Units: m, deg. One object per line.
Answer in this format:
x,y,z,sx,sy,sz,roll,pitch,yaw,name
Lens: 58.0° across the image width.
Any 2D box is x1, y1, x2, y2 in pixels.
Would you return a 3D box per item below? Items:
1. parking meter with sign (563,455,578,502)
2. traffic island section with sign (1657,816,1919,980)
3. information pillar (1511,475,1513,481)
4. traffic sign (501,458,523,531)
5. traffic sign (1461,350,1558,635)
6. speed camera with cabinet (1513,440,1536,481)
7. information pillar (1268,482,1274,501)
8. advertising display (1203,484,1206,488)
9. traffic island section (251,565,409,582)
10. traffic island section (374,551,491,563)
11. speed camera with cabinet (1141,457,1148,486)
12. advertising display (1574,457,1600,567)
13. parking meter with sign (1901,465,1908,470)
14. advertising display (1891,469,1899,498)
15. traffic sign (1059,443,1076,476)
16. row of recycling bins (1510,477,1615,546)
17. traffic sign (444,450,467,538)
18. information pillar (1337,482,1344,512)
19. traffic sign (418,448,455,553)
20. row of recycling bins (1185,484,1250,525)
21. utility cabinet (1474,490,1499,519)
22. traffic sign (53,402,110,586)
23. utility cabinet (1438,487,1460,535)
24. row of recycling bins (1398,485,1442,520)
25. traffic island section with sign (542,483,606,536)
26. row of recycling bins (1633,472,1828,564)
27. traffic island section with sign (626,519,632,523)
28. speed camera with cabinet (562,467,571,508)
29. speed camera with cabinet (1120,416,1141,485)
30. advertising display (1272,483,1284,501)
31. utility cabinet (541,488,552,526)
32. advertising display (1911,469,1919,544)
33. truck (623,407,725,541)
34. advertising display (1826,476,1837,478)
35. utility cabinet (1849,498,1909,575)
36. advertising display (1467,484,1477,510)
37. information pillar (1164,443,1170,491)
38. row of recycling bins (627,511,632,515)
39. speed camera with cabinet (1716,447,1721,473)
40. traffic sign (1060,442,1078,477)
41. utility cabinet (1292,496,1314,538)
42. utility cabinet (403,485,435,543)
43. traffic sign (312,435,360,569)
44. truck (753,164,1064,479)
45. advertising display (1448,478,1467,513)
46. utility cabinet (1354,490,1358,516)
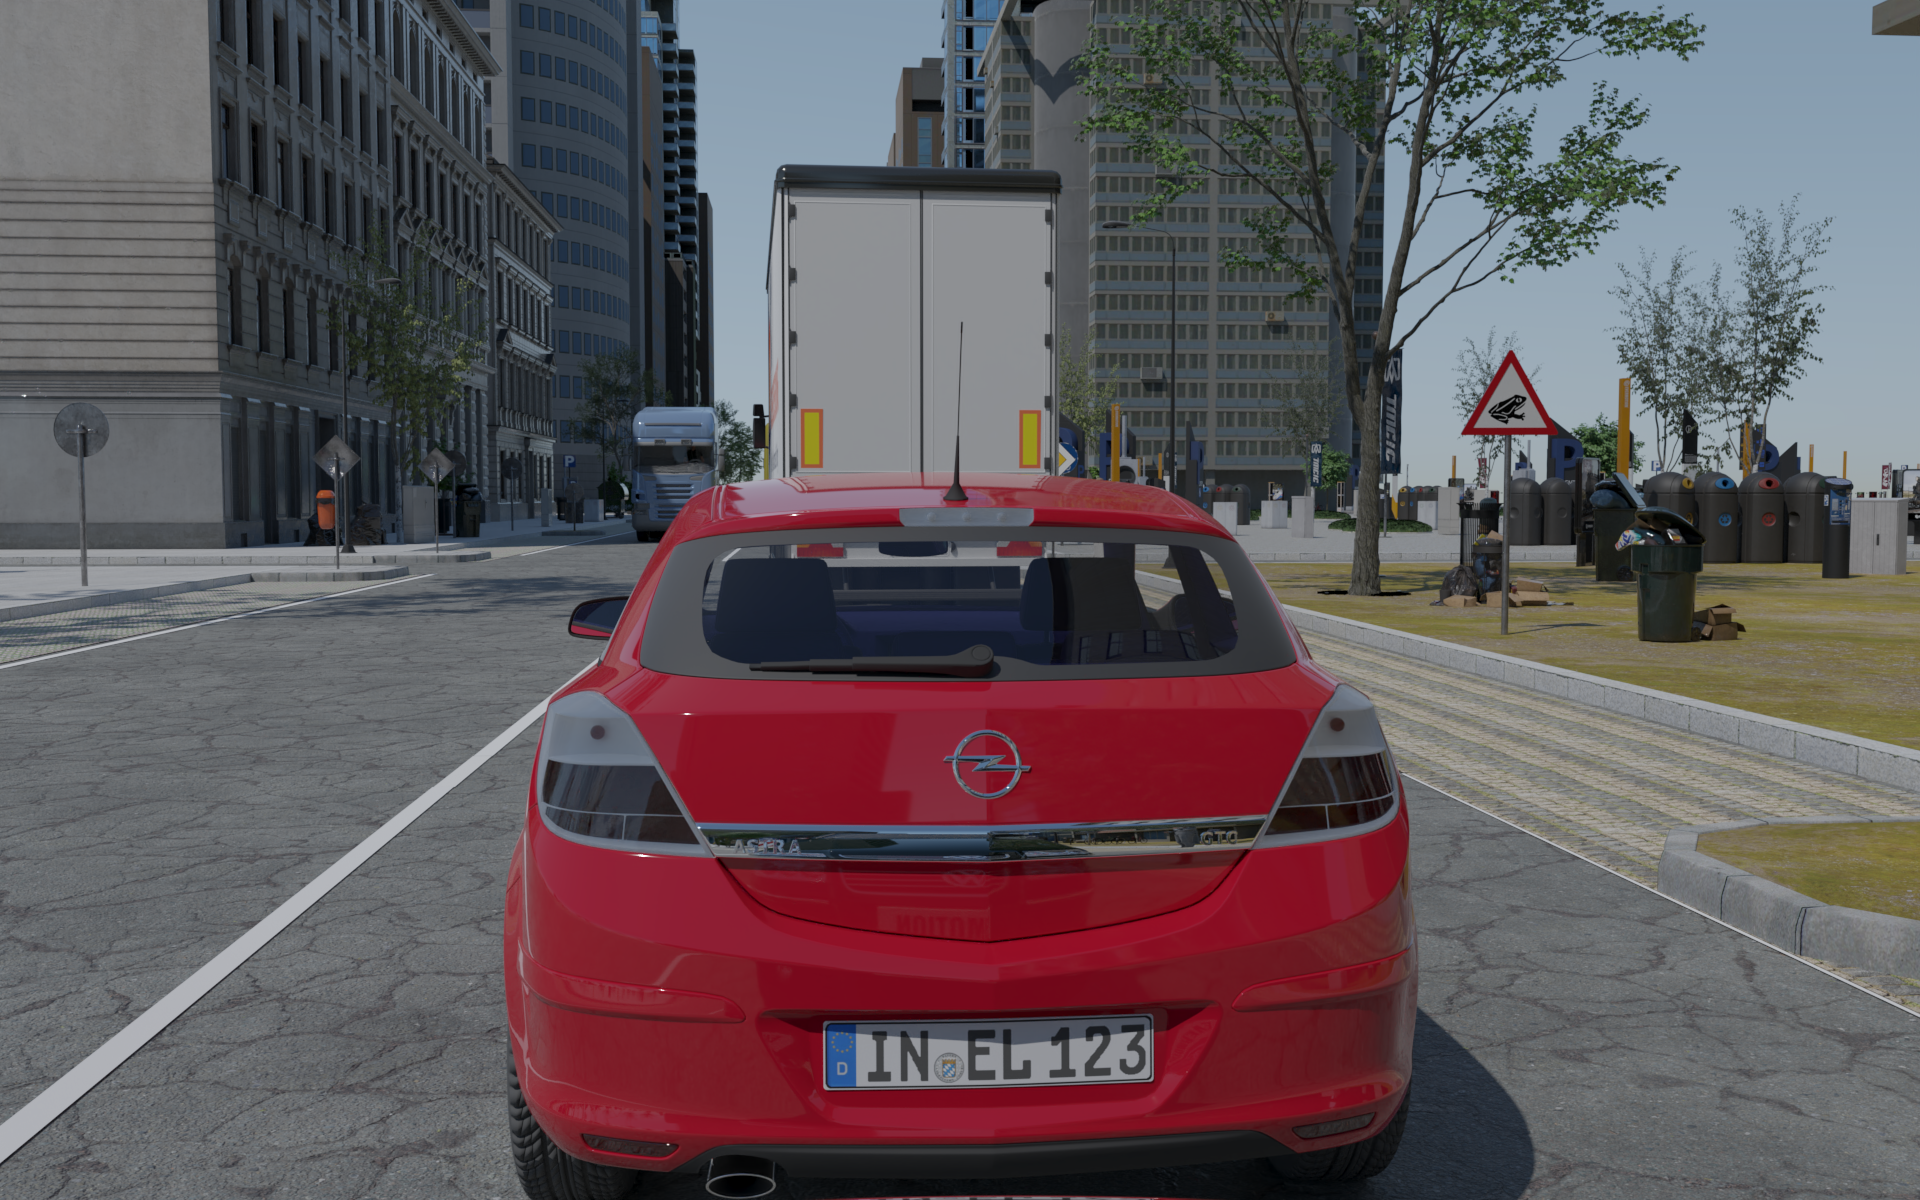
-17.165,-4.913,76.583,0.543,3.016,1.738,-1,4,-19,parking meter with sign
3.532,0.171,5.832,1.989,1.847,2.006,0,4,-5,traffic island section with sign
21.584,-3.869,67.752,0.304,2.012,0.304,0,4,6,information pillar
-15.638,-3.690,60.444,0.768,2.556,0.104,0,4,0,traffic sign
4.963,-0.961,15.713,0.884,2.594,0.081,0,4,-2,traffic sign
21.155,-4.249,63.806,2.038,3.252,0.660,-3,5,-40,speed camera with cabinet
19.489,-6.360,108.485,0.304,2.012,0.304,0,4,-3,information pillar
15.198,-6.303,108.273,0.123,1.923,0.974,0,4,-7,advertising display
-10.629,-0.444,29.540,2.009,0.180,2.903,0,4,-5,traffic island section
-11.334,-0.930,37.494,2.009,0.180,2.903,0,4,-5,traffic island section
9.370,-6.027,92.878,0.660,3.252,2.038,-1,4,-23,speed camera with cabinet
11.148,-1.565,30.799,0.123,1.923,0.974,3,4,38,advertising display
57.275,-6.570,103.673,1.738,3.016,0.543,0,4,-6,parking meter with sign
24.648,-2.462,45.466,0.123,1.923,0.974,3,5,43,advertising display
1.642,-1.645,30.541,0.795,2.450,0.064,0,4,-5,traffic sign
15.299,-2.226,43.509,3.534,1.692,1.069,-1,4,-19,row of recycling bins
-14.683,-3.066,50.233,0.768,2.556,0.104,0,4,5,traffic sign
23.151,-6.167,105.317,0.304,2.012,0.304,-3,4,-39,information pillar
-11.311,-2.067,37.434,0.795,2.450,0.064,0,4,-5,traffic sign
10.815,-4.010,72.678,1.069,1.692,3.534,-3,4,-36,row of recycling bins
27.106,-4.925,89.207,1.173,1.500,0.318,2,4,33,utility cabinet
-12.185,-1.464,24.035,0.768,2.556,0.104,0,4,-1,traffic sign
15.408,-2.807,54.577,0.318,1.500,1.173,0,4,-3,utility cabinet
22.485,-4.719,84.271,1.069,1.692,3.534,-1,4,-17,row of recycling bins
-13.323,-3.134,59.868,1.989,1.847,2.006,0,4,-5,traffic island section with sign
14.394,-1.529,32.115,3.534,1.692,1.069,0,4,-6,row of recycling bins
-15.735,-4.803,87.161,1.989,1.847,2.006,0,4,-5,traffic island section with sign
-20.981,-6.046,93.194,0.660,3.252,2.038,-1,4,-19,speed camera with cabinet
3.441,-3.012,43.580,2.038,3.252,0.660,0,4,4,speed camera with cabinet
19.035,-6.020,103.643,0.123,1.923,0.974,-2,4,-28,advertising display
-16.331,-3.658,68.480,0.318,1.500,1.173,0,4,-7,utility cabinet
24.479,-2.374,44.025,0.974,1.923,0.123,2,4,33,advertising display
-9.222,-4.261,59.429,2.967,4.110,18.799,0,4,-5,truck
30.888,-3.444,61.522,0.123,1.923,0.974,0,4,7,advertising display
14.729,-1.028,27.973,0.306,1.237,1.020,-2,4,-29,utility cabinet
31.163,-6.168,106.061,0.974,1.923,0.123,1,4,11,advertising display
9.482,-5.376,79.246,0.183,3.616,0.504,-2,4,-25,information pillar
-20.293,-6.215,108.728,1.069,1.692,3.534,-1,4,-16,row of recycling bins
31.830,-4.840,73.475,0.660,3.252,2.038,1,4,16,speed camera with cabinet
2.527,-2.612,42.805,0.768,2.556,0.104,0,4,-2,traffic sign
10.048,-2.422,50.756,0.306,1.237,1.020,-1,4,-11,utility cabinet
-14.070,-2.226,45.071,0.318,1.500,1.173,1,4,9,utility cabinet
-10.606,-1.580,29.480,0.795,2.450,0.064,0,4,-5,traffic sign
-1.008,-1.928,20.440,2.839,4.237,11.283,0,4,-7,truck
19.949,-3.942,69.663,0.974,1.923,0.123,-3,5,-40,advertising display
23.385,-5.600,100.244,1.173,1.500,0.318,-1,4,-19,utility cabinet
